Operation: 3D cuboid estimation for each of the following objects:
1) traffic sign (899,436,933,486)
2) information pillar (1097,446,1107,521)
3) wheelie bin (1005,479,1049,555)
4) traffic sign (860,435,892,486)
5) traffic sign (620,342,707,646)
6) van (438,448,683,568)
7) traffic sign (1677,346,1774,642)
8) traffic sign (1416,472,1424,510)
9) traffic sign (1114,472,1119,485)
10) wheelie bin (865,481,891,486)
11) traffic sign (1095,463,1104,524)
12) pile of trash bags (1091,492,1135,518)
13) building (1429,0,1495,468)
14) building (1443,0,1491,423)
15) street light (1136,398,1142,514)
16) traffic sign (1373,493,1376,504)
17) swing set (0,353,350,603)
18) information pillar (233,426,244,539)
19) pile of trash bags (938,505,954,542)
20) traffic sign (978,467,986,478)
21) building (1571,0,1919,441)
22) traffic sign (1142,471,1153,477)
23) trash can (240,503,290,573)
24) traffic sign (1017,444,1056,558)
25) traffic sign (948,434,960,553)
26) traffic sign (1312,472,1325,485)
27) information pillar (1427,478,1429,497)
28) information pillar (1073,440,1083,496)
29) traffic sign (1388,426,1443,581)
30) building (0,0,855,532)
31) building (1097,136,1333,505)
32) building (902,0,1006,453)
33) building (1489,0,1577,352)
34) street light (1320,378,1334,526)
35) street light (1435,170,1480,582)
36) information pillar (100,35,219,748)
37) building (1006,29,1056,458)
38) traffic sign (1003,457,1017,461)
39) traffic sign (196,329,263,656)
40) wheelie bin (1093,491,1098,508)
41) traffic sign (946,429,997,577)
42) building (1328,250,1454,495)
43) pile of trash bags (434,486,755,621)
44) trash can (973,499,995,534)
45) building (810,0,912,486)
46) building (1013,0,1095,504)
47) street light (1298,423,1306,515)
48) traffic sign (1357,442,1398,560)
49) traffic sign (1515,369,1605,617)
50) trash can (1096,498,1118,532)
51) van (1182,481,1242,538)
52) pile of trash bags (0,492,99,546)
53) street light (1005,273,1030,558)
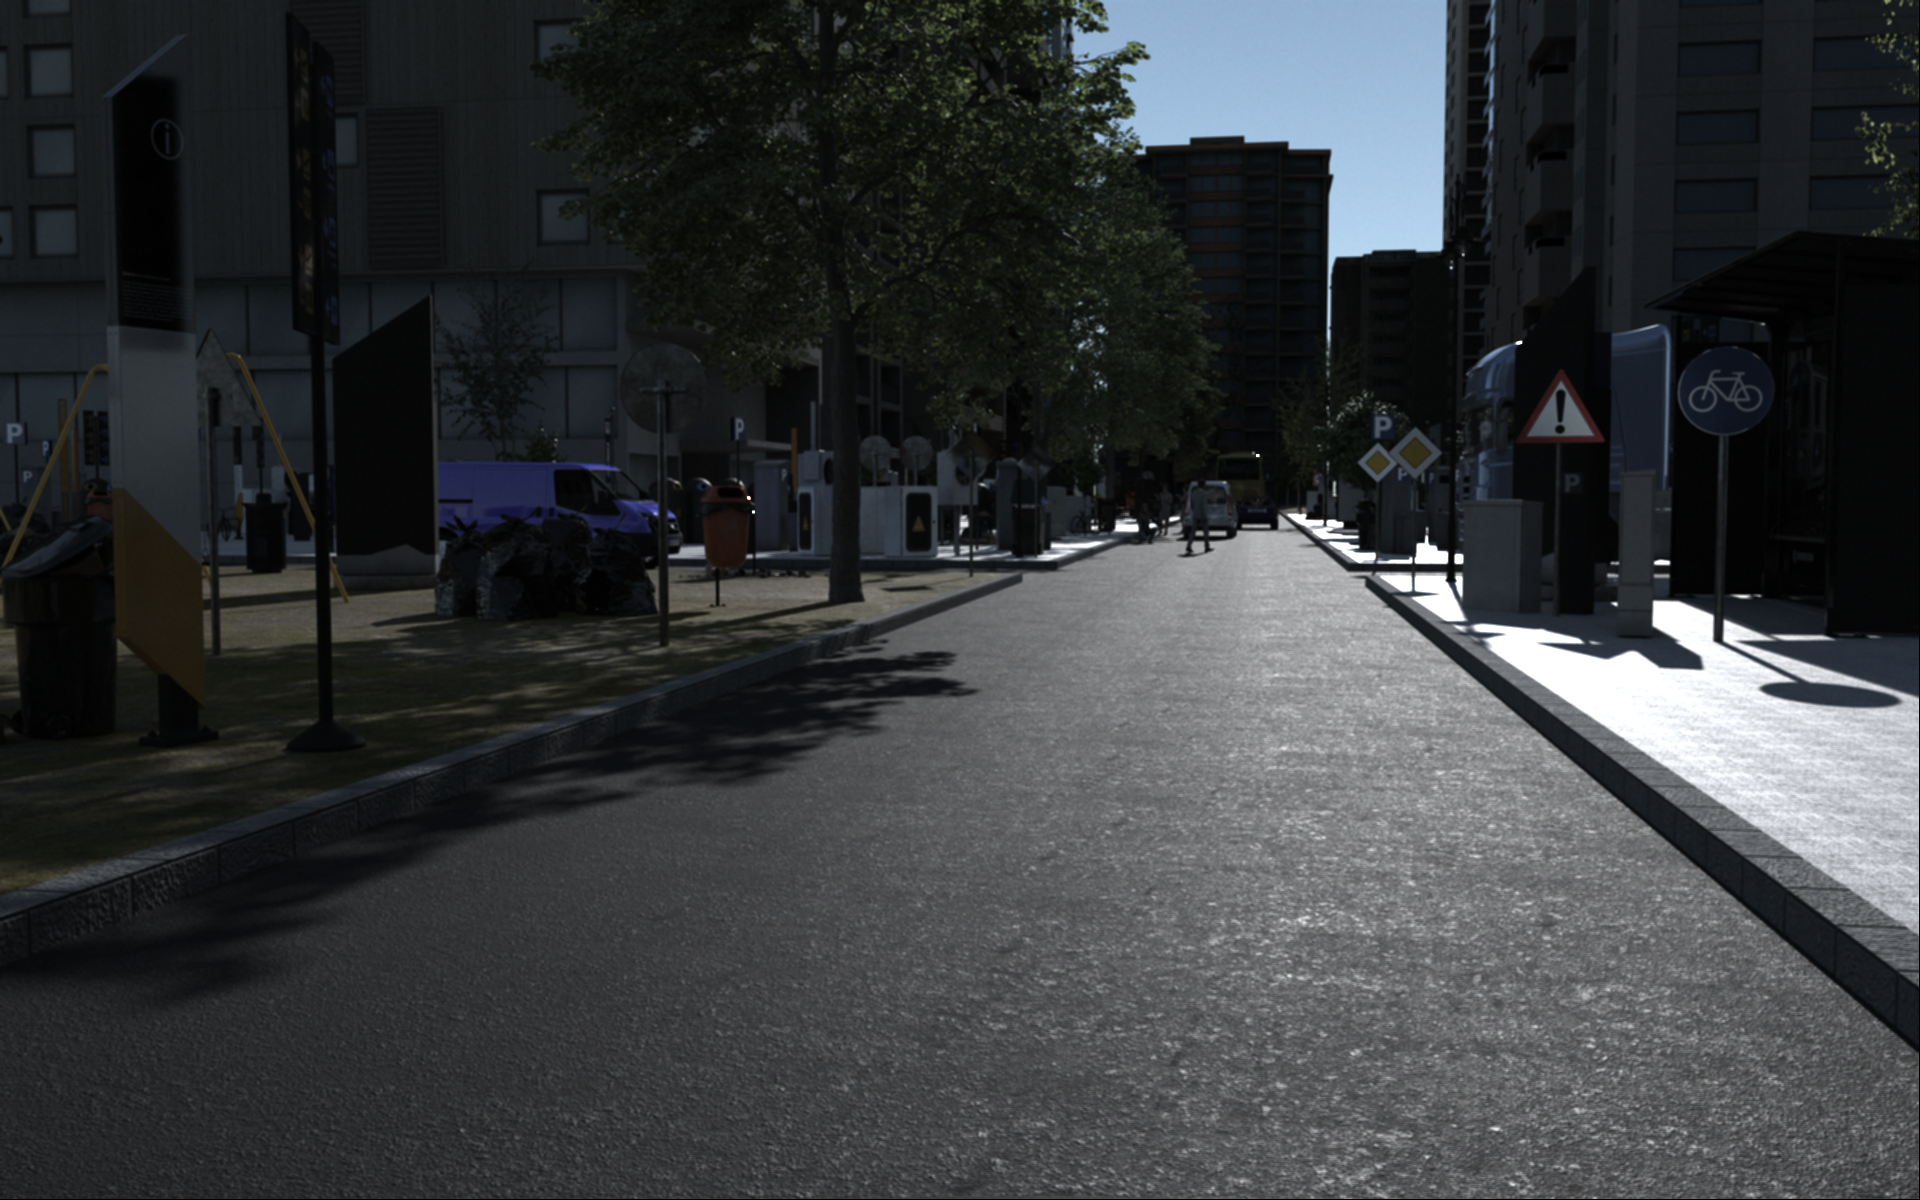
[{"bbox_3d":[-0.973,-2.303,37.756,0.768,2.556,0.104,1,4,15],"label":"traffic sign"},{"bbox_3d":[6.423,-5.298,77.977,0.504,3.616,0.183,-2,4,-31],"label":"information pillar"},{"bbox_3d":[1.433,-1.758,36.644,0.980,1.594,0.693,1,4,16],"label":"wheelie bin"},{"bbox_3d":[-1.852,-2.289,37.530,0.768,2.556,0.104,1,4,16],"label":"traffic sign"},{"bbox_3d":[-2.497,-0.883,14.543,0.768,2.556,0.104,1,4,11],"label":"traffic sign"},{"bbox_3d":[-7.919,-1.750,32.992,5.245,2.365,2.240,1,4,11],"label":"van"},{"bbox_3d":[6.605,-0.911,15.008,0.768,2.556,0.104,1,4,17],"label":"traffic sign"},{"bbox_3d":[17.377,-3.906,65.989,0.606,2.300,0.079,1,4,15],"label":"traffic sign"},{"bbox_3d":[7.178,-4.849,81.407,0.606,2.300,0.079,1,4,13],"label":"traffic sign"},{"bbox_3d":[-2.022,-2.180,43.545,0.980,1.594,0.693,-1,4,-19],"label":"wheelie bin"},{"bbox_3d":[5.576,-4.333,70.947,0.768,2.556,0.104,1,4,15],"label":"traffic sign"},{"bbox_3d":[7.752,-5.023,91.877,3.447,1.369,1.912,2,4,28],"label":"pile of trash bags"},{"bbox_3d":[53.594,-51.059,147.488,22.319,86.520,31.000,1,4,10],"label":"building"},{"bbox_3d":[69.405,-47.033,207.246,20.611,71.187,20.563,1,4,10],"label":"building"},{"bbox_3d":[7.539,-6.086,72.292,0.468,5.910,1.993,1,4,10],"label":"street light"},{"bbox_3d":[11.735,-2.991,49.013,0.768,2.556,0.104,1,4,18],"label":"traffic sign"},{"bbox_3d":[-9.098,-1.369,20.005,3.119,2.851,2.862,3,4,36],"label":"swing set"},{"bbox_3d":[-20.449,-3.529,49.058,0.183,3.616,0.504,-3,4,-38],"label":"information pillar"},{"bbox_3d":[-1.007,-2.330,47.841,1.912,1.369,3.447,0,4,-8],"label":"pile of trash bags"},{"bbox_3d":[0.466,-3.389,55.518,0.768,2.556,0.104,1,4,17],"label":"traffic sign"},{"bbox_3d":[42.803,-33.428,88.551,21.231,58.520,28.212,1,4,10],"label":"building"},{"bbox_3d":[10.247,-5.785,94.684,0.768,2.556,0.104,1,4,12],"label":"traffic sign"},{"bbox_3d":[-11.305,-1.013,28.215,0.748,1.137,0.748,0,3,0],"label":"trash can"},{"bbox_3d":[1.523,-1.896,34.642,0.795,2.450,0.064,1,4,10],"label":"traffic sign"},{"bbox_3d":[-0.102,-2.313,37.825,0.884,2.594,0.081,1,4,19],"label":"traffic sign"},{"bbox_3d":[20.770,-6.122,100.205,0.768,2.556,0.104,1,4,10],"label":"traffic sign"},{"bbox_3d":[21.176,-4.505,78.152,0.304,2.012,0.304,1,4,22],"label":"information pillar"},{"bbox_3d":[4.790,-4.819,70.143,0.504,3.616,0.183,-3,5,-43],"label":"information pillar"},{"bbox_3d":[6.723,-1.345,25.635,0.795,2.450,0.064,1,4,10],"label":"traffic sign"},{"bbox_3d":[-19.791,-29.368,69.401,28.713,52.752,27.495,1,4,10],"label":"building"},{"bbox_3d":[31.117,-34.290,215.272,28.867,44.769,22.147,1,4,10],"label":"building"},{"bbox_3d":[-8.751,-30.563,123.408,21.300,48.544,21.600,1,4,10],"label":"building"},{"bbox_3d":[51.816,-32.325,117.755,28.713,52.752,27.495,1,4,10],"label":"building"},{"bbox_3d":[14.660,-5.903,69.301,0.468,5.910,1.993,1,4,10],"label":"street light"},{"bbox_3d":[7.180,-3.203,25.153,0.468,5.910,1.993,1,4,10],"label":"street light"},{"bbox_3d":[-4.059,-1.064,8.748,0.183,3.616,0.504,2,4,24],"label":"information pillar"},{"bbox_3d":[1.321,-31.546,165.883,14.200,45.320,14.600,1,4,10],"label":"building"},{"bbox_3d":[1.721,-3.662,59.974,0.768,2.556,0.104,1,4,19],"label":"traffic sign"},{"bbox_3d":[-5.897,-0.835,13.664,0.884,2.594,0.081,1,4,14],"label":"traffic sign"},{"bbox_3d":[7.286,-4.995,89.583,0.693,1.594,0.980,-1,4,-10],"label":"wheelie bin"},{"bbox_3d":[0.177,-1.415,26.771,0.795,2.450,0.064,1,4,10],"label":"traffic sign"},{"bbox_3d":[51.711,-26.685,207.998,14.107,30.474,14.160,1,4,10],"label":"building"},{"bbox_3d":[-3.880,-0.558,18.870,3.447,1.369,1.912,-2,4,-29],"label":"pile of trash bags"},{"bbox_3d":[0.577,-2.162,46.994,0.748,1.137,0.748,0,3,0],"label":"trash can"},{"bbox_3d":[-16.371,-44.442,164.885,20.611,71.187,20.563,1,4,10],"label":"building"},{"bbox_3d":[1.297,-55.407,218.574,31.000,86.520,22.319,1,4,10],"label":"building"},{"bbox_3d":[21.092,-8.217,107.129,0.468,5.910,1.993,1,4,10],"label":"street light"},{"bbox_3d":[8.069,-1.827,33.507,0.795,2.450,0.064,1,4,10],"label":"traffic sign"},{"bbox_3d":[6.252,-1.106,18.089,0.884,2.594,0.081,1,4,17],"label":"traffic sign"},{"bbox_3d":[5.042,-2.927,59.502,0.748,1.137,0.748,0,3,0],"label":"trash can"},{"bbox_3d":[8.357,-3.098,57.671,2.013,2.044,4.112,1,4,11],"label":"van"},{"bbox_3d":[-21.226,-1.827,39.631,3.447,1.369,1.912,-3,4,-37],"label":"pile of trash bags"},{"bbox_3d":[1.200,-3.797,34.872,0.468,5.910,1.993,1,4,10],"label":"street light"}]
